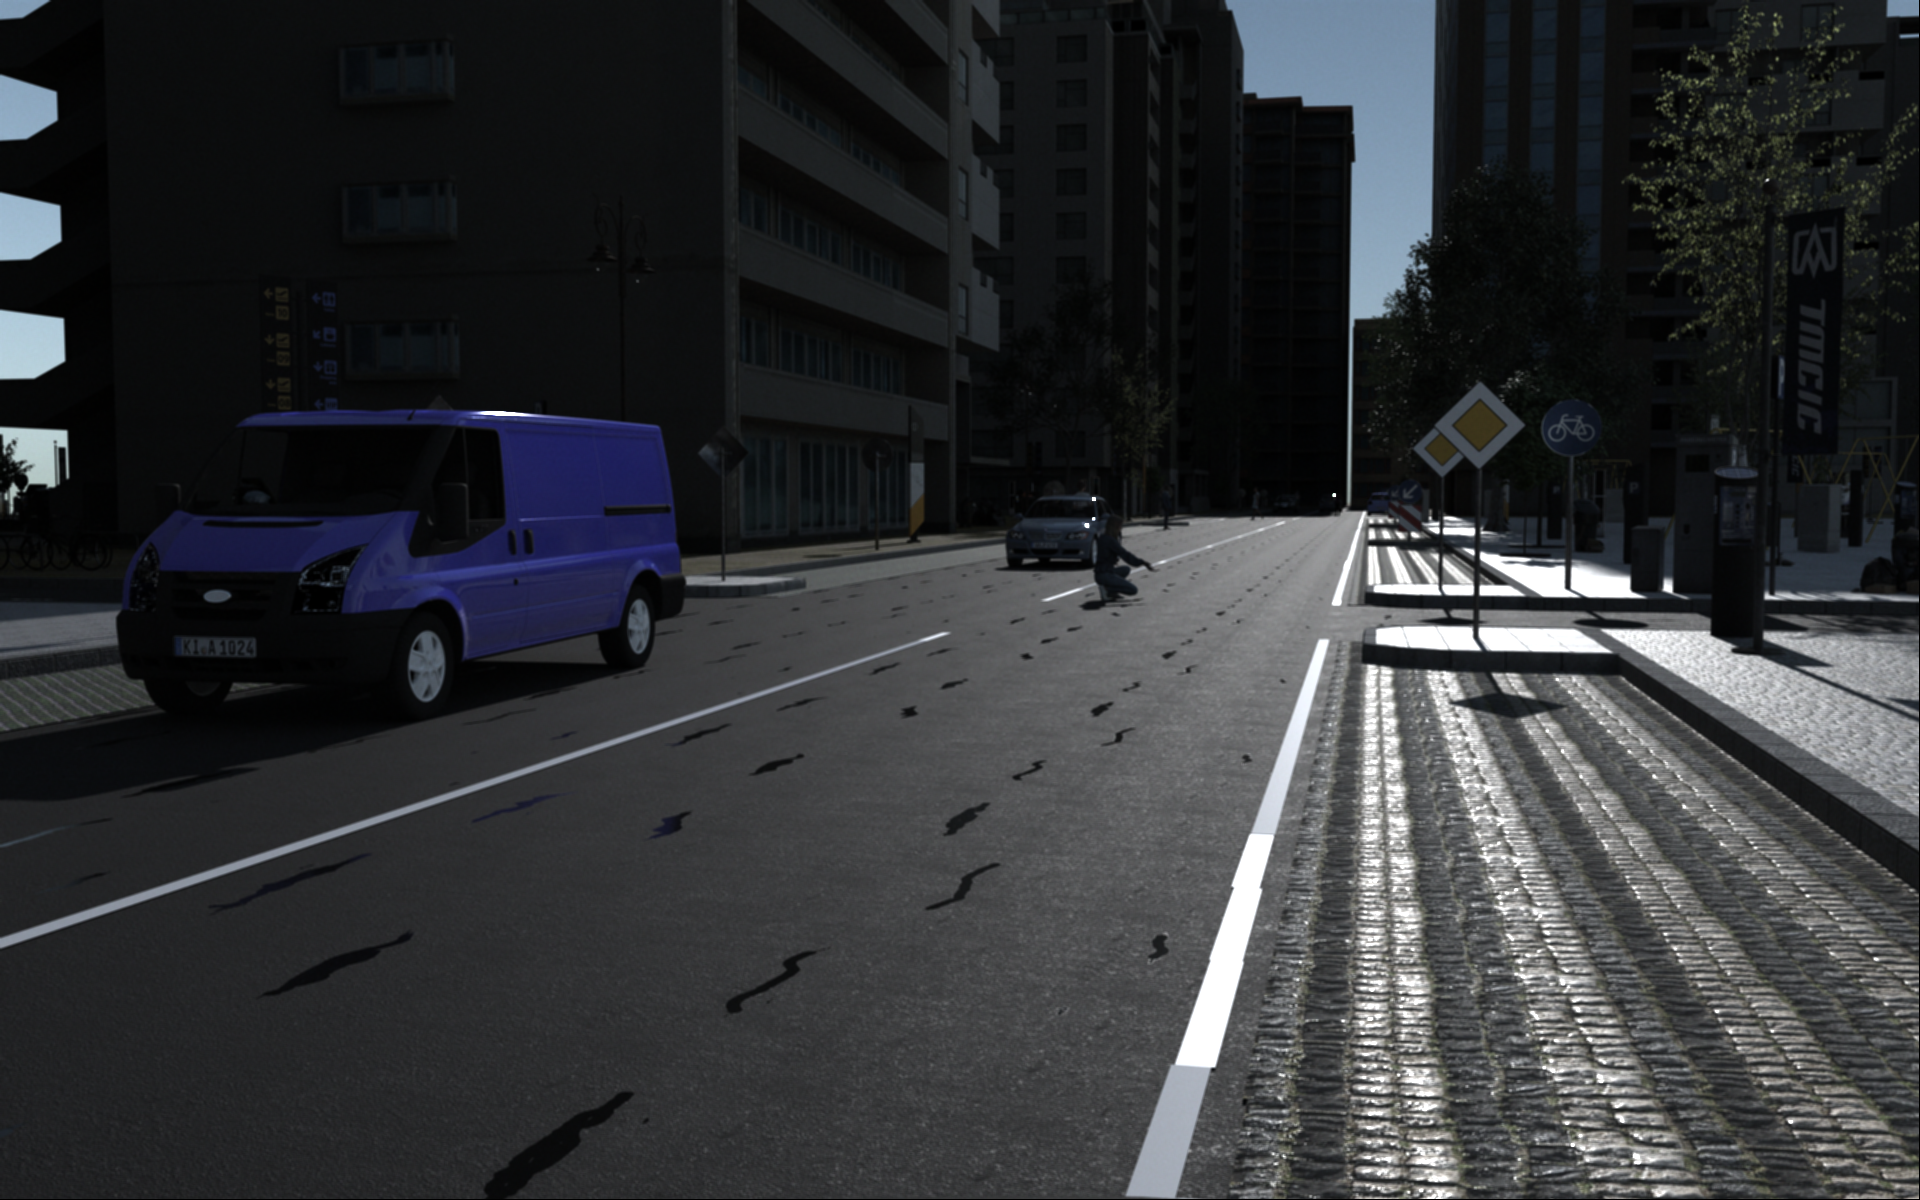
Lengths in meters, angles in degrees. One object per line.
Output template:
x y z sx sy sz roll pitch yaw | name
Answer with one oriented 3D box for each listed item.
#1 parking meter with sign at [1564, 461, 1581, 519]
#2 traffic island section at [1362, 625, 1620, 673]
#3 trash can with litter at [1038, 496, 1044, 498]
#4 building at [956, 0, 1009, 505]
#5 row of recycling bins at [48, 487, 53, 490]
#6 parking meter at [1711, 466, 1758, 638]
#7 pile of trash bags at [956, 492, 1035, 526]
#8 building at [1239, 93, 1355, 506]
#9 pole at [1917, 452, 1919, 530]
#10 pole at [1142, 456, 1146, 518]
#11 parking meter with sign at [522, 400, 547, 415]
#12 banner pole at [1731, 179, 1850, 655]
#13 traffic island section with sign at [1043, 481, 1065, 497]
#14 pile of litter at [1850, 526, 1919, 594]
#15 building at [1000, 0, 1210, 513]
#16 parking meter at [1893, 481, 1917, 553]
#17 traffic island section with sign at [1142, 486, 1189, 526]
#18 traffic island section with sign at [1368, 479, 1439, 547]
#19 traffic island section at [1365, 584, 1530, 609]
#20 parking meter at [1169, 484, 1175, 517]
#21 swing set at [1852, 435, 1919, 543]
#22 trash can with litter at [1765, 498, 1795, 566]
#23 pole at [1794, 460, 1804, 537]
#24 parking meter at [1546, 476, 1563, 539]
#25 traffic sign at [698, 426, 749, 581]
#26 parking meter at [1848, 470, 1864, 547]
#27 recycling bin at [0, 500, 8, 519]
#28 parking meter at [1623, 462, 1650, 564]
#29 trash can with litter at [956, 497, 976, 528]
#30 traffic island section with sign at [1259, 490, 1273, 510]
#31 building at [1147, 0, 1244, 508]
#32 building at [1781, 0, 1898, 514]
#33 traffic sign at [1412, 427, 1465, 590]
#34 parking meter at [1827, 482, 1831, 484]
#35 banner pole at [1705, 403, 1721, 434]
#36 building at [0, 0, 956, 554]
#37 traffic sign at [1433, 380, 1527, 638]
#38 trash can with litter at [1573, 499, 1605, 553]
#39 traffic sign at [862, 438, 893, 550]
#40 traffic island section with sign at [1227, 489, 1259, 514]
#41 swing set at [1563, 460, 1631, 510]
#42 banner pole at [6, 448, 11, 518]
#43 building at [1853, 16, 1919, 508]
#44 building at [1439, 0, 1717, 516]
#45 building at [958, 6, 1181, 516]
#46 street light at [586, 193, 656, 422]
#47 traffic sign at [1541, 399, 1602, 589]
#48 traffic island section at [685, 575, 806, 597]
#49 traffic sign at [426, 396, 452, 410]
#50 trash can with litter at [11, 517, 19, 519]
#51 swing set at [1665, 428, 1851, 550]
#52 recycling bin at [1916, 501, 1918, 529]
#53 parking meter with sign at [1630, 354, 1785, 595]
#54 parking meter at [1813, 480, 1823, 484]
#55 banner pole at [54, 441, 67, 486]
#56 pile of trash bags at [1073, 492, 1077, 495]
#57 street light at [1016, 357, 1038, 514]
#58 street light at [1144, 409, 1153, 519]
32.083 -5.765 90.522 0.543 3.016 1.738 0 4 -2 | parking meter with sign
4.616 0.419 15.432 2.009 0.180 2.903 1 4 13 | traffic island section
5.427 -5.440 99.996 1.678 1.210 2.233 0 4 -1 | trash can with litter
-13.471 -30.102 81.408 28.713 52.752 27.495 1 4 13 | building
-55.173 -6.022 105.579 3.534 1.692 1.069 2 4 25 | row of recycling bins
6.985 -0.440 15.605 0.372 1.533 0.369 0 3 0 | parking meter
1.346 -3.650 69.434 3.447 1.369 1.912 0 4 -7 | pile of trash bags
28.910 -32.919 192.851 28.867 44.769 22.147 1 4 13 | building
32.767 -3.985 59.001 0.158 3.312 0.155 0 3 0 | pole
9.781 -6.001 91.957 0.158 3.312 0.155 0 3 0 | pole
-8.531 -2.182 31.942 1.738 3.016 0.543 -2 4 -30 | parking meter with sign
6.560 -1.447 13.670 0.401 3.779 0.863 -2 4 -31 | banner pole
2.693 -2.549 50.297 1.989 1.847 2.006 1 4 13 | traffic island section with sign
12.504 -0.523 22.520 1.719 0.858 1.176 1 4 17 | pile of litter
1.815 -26.661 127.786 32.217 40.220 23.993 1 4 13 | building
18.190 -1.524 33.331 0.372 1.533 0.369 0 3 0 | parking meter
9.350 -4.271 78.461 1.989 1.847 2.006 1 4 13 | traffic island section with sign
12.315 -2.402 47.900 1.989 1.847 2.006 1 4 13 | traffic island section with sign
6.455 -0.056 23.203 2.009 0.180 2.903 1 4 13 | traffic island section
12.037 -5.695 98.817 0.399 1.863 0.255 3 4 39 | parking meter
25.232 -3.017 46.943 2.862 2.851 3.119 0 4 -3 | swing set
14.061 -1.235 31.244 2.233 1.210 1.678 1 4 10 | trash can with litter
24.881 -3.515 51.319 0.158 3.312 0.155 0 3 0 | pole
16.871 -2.657 49.157 0.399 1.863 0.255 0 4 4 | parking meter
-3.486 -1.336 25.490 0.795 2.450 0.064 1 4 13 | traffic sign
21.882 -2.237 42.281 0.255 1.863 0.399 3 4 37 | parking meter
-40.868 -3.728 73.506 0.722 1.027 0.722 -3 5 -41 | recycling bin
12.386 -1.592 31.746 0.255 1.863 0.399 -3 5 -43 | parking meter
0.042 -3.320 65.665 1.055 1.170 0.624 -2 4 -32 | trash can with litter
26.539 -8.712 151.067 1.989 1.847 2.006 1 4 13 | traffic island section with sign
15.391 -33.084 164.631 21.600 48.544 21.300 1 4 13 | building
48.597 -32.727 124.333 28.713 52.752 27.495 1 4 13 | building
6.430 -1.192 23.131 0.795 2.450 0.064 1 4 13 | traffic sign
36.413 -4.104 72.818 0.399 1.863 0.255 1 4 19 | parking meter
20.635 -3.523 47.612 0.863 3.779 0.401 -3 4 -37 | banner pole
-12.918 -25.952 48.025 21.300 48.544 21.600 1 4 13 | building
4.591 -0.717 15.360 0.795 2.450 0.064 1 4 13 | traffic sign
13.964 -1.644 38.262 0.624 1.170 1.055 0 4 -3 | trash can with litter
-1.899 -2.414 39.574 0.768 2.556 0.104 1 4 18 | traffic sign
20.327 -7.107 124.834 1.989 1.847 2.006 1 4 13 | traffic island section with sign
29.338 -5.026 79.801 3.119 2.851 2.862 0 4 -7 | swing set
-50.921 -6.275 92.613 0.401 3.779 0.863 -1 4 -22 | banner pole
81.561 -28.640 151.852 14.086 41.232 14.154 1 4 13 | building
37.178 -27.875 105.871 14.600 45.320 14.200 1 4 13 | building
5.885 -20.543 107.586 14.160 30.474 14.107 1 4 13 | building
-5.233 -3.312 26.933 0.468 5.910 1.993 1 4 13 | street light
8.219 -1.421 23.343 0.768 2.556 0.104 1 4 16 | traffic sign
-3.511 -0.200 25.558 2.009 0.180 2.903 1 4 13 | traffic island section
-5.326 -0.861 17.719 0.795 2.450 0.064 1 4 13 | traffic sign
-47.490 -4.623 86.644 2.233 1.210 1.678 -2 4 -24 | trash can with litter
19.173 -2.708 41.902 3.119 2.851 2.862 -2 4 -33 | swing set
34.476 -3.017 61.882 0.722 1.027 0.722 1 4 12 | recycling bin
9.625 -1.596 22.362 1.738 3.016 0.543 2 4 34 | parking meter with sign
34.435 -3.905 69.553 0.255 1.863 0.399 0 4 2 | parking meter
-42.255 -5.586 81.342 0.401 3.779 0.863 1 4 15 | banner pole
4.678 -4.505 83.401 1.912 1.369 3.447 -3 5 -43 | pile of trash bags
2.268 -5.251 58.634 0.468 5.910 1.993 1 4 13 | street light
9.913 -7.187 90.301 0.468 5.910 1.993 1 4 13 | street light
